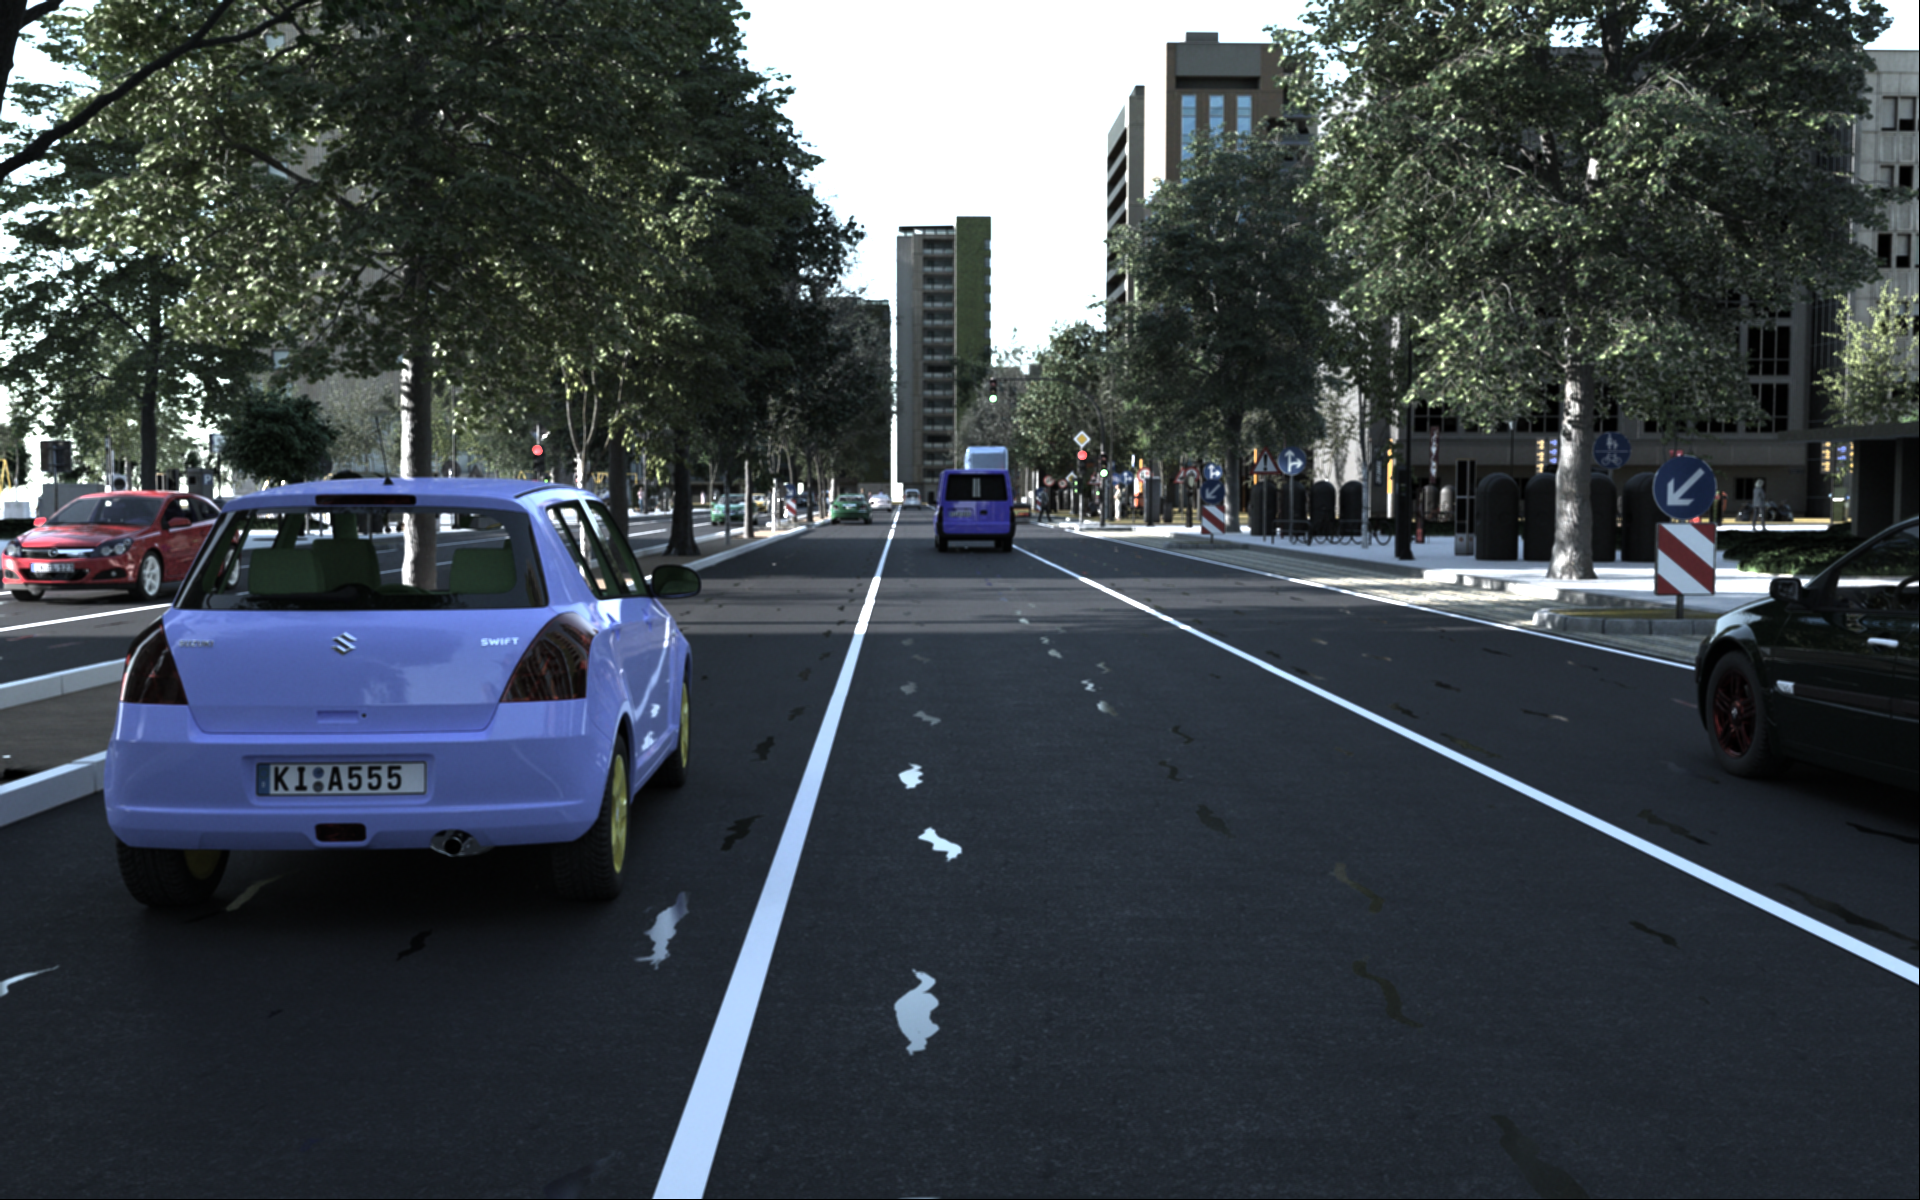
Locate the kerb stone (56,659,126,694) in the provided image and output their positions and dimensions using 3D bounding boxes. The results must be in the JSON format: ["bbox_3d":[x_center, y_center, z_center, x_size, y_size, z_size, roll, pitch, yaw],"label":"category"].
[{"bbox_3d":[-6.451,0.575,12.798,0.120,0.150,1.000,0,4,-2],"label":"kerb stone"}]

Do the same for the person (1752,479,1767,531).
[{"bbox_3d":[27.923,-3.316,60.437,0.526,1.800,0.537,0,4,-1],"label":"person"}]

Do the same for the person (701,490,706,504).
[{"bbox_3d":[-31.750,-12.691,214.205,0.551,1.740,0.621,-2,4,-29],"label":"person"}]

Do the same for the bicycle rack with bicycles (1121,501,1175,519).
[{"bbox_3d":[9.570,-4.689,90.050,2.925,0.926,2.852,1,4,14],"label":"bicycle rack with bicycles"}]

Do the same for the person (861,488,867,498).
[{"bbox_3d":[-5.635,-5.585,100.359,0.519,1.759,0.362,-1,4,-17],"label":"person"}]

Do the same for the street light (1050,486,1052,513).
[{"bbox_3d":[5.537,-8.803,116.462,1.470,5.913,1.316,0,4,-2],"label":"street light"}]

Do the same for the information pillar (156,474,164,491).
[{"bbox_3d":[-28.987,-3.579,63.001,0.304,2.012,0.304,1,4,14],"label":"information pillar"}]

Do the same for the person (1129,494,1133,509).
[{"bbox_3d":[13.577,-7.739,136.862,0.394,1.301,0.425,0,4,7],"label":"person"}]

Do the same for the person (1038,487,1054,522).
[{"bbox_3d":[4.402,-4.877,88.630,0.834,1.777,0.661,1,4,13],"label":"person"}]

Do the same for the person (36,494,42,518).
[{"bbox_3d":[-28.083,-2.609,52.956,0.590,1.304,0.306,1,4,11],"label":"person"}]

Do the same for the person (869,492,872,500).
[{"bbox_3d":[-11.665,-13.188,225.041,0.530,1.710,0.541,-3,4,-38],"label":"person"}]

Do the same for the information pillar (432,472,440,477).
[{"bbox_3d":[-17.851,-3.328,58.907,0.304,2.012,0.304,-1,4,-10],"label":"information pillar"}]

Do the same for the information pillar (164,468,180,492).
[{"bbox_3d":[-22.390,-2.742,49.319,0.304,2.012,0.304,-1,4,-15],"label":"information pillar"}]

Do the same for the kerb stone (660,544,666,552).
[{"bbox_3d":[-7.401,-1.242,42.504,0.120,0.150,1.000,0,4,-2],"label":"kerb stone"}]

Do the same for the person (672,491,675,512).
[{"bbox_3d":[-20.366,-7.231,124.367,0.767,1.812,0.694,2,4,32],"label":"person"}]

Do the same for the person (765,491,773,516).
[{"bbox_3d":[-12.230,-6.273,111.270,0.583,1.804,0.606,2,4,27],"label":"person"}]

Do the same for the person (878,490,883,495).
[{"bbox_3d":[-7.187,-9.252,159.645,0.709,1.838,0.599,2,4,32],"label":"person"}]

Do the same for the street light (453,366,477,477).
[{"bbox_3d":[-17.639,-5.489,62.291,1.470,5.913,1.316,0,4,-2],"label":"street light"}]

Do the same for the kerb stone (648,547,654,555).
[{"bbox_3d":[-7.336,-1.117,40.455,0.120,0.150,1.000,0,4,-2],"label":"kerb stone"}]

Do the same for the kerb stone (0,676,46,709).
[{"bbox_3d":[-6.414,0.639,11.777,0.120,0.150,1.000,0,4,-2],"label":"kerb stone"}]

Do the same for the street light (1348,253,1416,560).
[{"bbox_3d":[8.185,-3.736,33.622,1.470,5.913,1.316,0,4,-2],"label":"street light"}]

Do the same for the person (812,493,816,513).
[{"bbox_3d":[-11.217,-7.533,131.689,0.620,1.820,0.660,0,4,3],"label":"person"}]

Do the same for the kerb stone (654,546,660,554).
[{"bbox_3d":[-7.366,-1.177,41.477,0.120,0.150,1.000,0,4,-2],"label":"kerb stone"}]

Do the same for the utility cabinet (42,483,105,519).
[{"bbox_3d":[-18.077,-1.633,35.378,1.173,1.500,0.318,0,4,4],"label":"utility cabinet"}]

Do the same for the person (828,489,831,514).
[{"bbox_3d":[-9.232,-7.105,124.569,0.836,1.842,0.656,-1,4,-17],"label":"person"}]

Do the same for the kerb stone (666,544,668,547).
[{"bbox_3d":[-7.434,-1.305,43.529,0.120,0.150,1.000,0,4,-2],"label":"kerb stone"}]

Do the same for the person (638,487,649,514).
[{"bbox_3d":[-20.390,-6.414,111.507,0.643,1.750,0.593,1,4,14],"label":"person"}]

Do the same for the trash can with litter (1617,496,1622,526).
[{"bbox_3d":[25.539,-3.463,67.673,2.233,1.210,1.678,-1,4,-19],"label":"trash can with litter"}]

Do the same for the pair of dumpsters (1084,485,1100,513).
[{"bbox_3d":[9.099,-6.998,116.914,1.574,2.255,4.437,0,4,-2],"label":"pair of dumpsters"}]

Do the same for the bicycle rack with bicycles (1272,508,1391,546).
[{"bbox_3d":[9.248,-1.886,44.224,2.852,0.926,2.925,-1,4,-19],"label":"bicycle rack with bicycles"}]

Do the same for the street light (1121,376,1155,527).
[{"bbox_3d":[6.989,-5.851,68.211,1.470,5.913,1.316,0,4,-2],"label":"street light"}]

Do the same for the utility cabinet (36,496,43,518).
[{"bbox_3d":[-34.107,-3.299,65.099,1.020,1.237,0.306,-3,5,-41],"label":"utility cabinet"}]

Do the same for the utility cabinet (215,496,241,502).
[{"bbox_3d":[-27.161,-3.260,64.461,1.020,1.237,0.306,-2,4,-30],"label":"utility cabinet"}]

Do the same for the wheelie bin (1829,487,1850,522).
[{"bbox_3d":[40.796,-4.429,80.328,0.693,1.594,0.980,-3,5,-43],"label":"wheelie bin"}]

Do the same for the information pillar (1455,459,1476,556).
[{"bbox_3d":[10.570,-1.941,36.231,0.304,2.012,0.304,-3,5,-44],"label":"information pillar"}]

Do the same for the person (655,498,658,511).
[{"bbox_3d":[-22.881,-7.281,130.110,0.382,1.210,0.505,-3,5,-44],"label":"person"}]

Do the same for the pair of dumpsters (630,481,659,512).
[{"bbox_3d":[-22.721,-7.467,124.576,1.574,2.255,4.437,0,4,-2],"label":"pair of dumpsters"}]

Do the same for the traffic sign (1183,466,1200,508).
[{"bbox_3d":[10.697,-4.894,80.118,0.768,2.556,0.104,0,4,0],"label":"traffic sign"}]

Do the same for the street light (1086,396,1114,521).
[{"bbox_3d":[6.639,-6.694,81.993,1.470,5.913,1.316,0,4,-2],"label":"street light"}]

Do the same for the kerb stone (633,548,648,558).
[{"bbox_3d":[-7.307,-1.054,39.429,0.120,0.150,1.000,0,4,-2],"label":"kerb stone"}]

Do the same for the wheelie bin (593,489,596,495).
[{"bbox_3d":[-23.458,-6.369,112.039,0.693,1.594,0.980,-3,4,-36],"label":"wheelie bin"}]

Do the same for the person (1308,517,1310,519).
[{"bbox_3d":[16.625,-4.559,81.248,0.598,1.740,0.731,-1,4,-17],"label":"person"}]

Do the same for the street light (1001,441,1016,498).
[{"bbox_3d":[4.286,-10.924,151.154,1.470,5.913,1.316,0,4,-2],"label":"street light"}]

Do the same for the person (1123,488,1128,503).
[{"bbox_3d":[13.288,-8.129,139.136,0.537,1.800,0.526,-3,5,-44],"label":"person"}]

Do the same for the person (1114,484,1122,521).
[{"bbox_3d":[7.598,-4.702,83.464,0.362,1.759,0.519,0,4,-7],"label":"person"}]

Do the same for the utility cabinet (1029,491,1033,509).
[{"bbox_3d":[6.227,-8.326,144.812,1.173,1.500,0.318,1,4,22],"label":"utility cabinet"}]

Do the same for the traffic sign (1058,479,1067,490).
[{"bbox_3d":[8.687,-8.981,146.947,0.768,2.556,0.104,0,4,-1],"label":"traffic sign"}]

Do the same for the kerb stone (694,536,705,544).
[{"bbox_3d":[-7.664,-1.743,50.694,0.120,0.150,1.000,0,4,-2],"label":"kerb stone"}]

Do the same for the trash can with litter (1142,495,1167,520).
[{"bbox_3d":[9.673,-4.547,85.405,2.233,1.210,1.678,-3,5,-43],"label":"trash can with litter"}]

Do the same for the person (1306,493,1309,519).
[{"bbox_3d":[14.440,-3.918,72.906,0.599,1.781,0.374,-1,4,-10],"label":"person"}]

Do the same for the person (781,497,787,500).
[{"bbox_3d":[-14.936,-8.504,147.636,0.694,1.812,0.767,1,4,23],"label":"person"}]

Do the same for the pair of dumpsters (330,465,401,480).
[{"bbox_3d":[-19.249,-3.288,56.256,1.574,2.255,4.437,0,4,-2],"label":"pair of dumpsters"}]

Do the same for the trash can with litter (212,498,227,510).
[{"bbox_3d":[-18.579,-1.967,43.554,0.624,1.170,1.055,-2,4,-34],"label":"trash can with litter"}]
